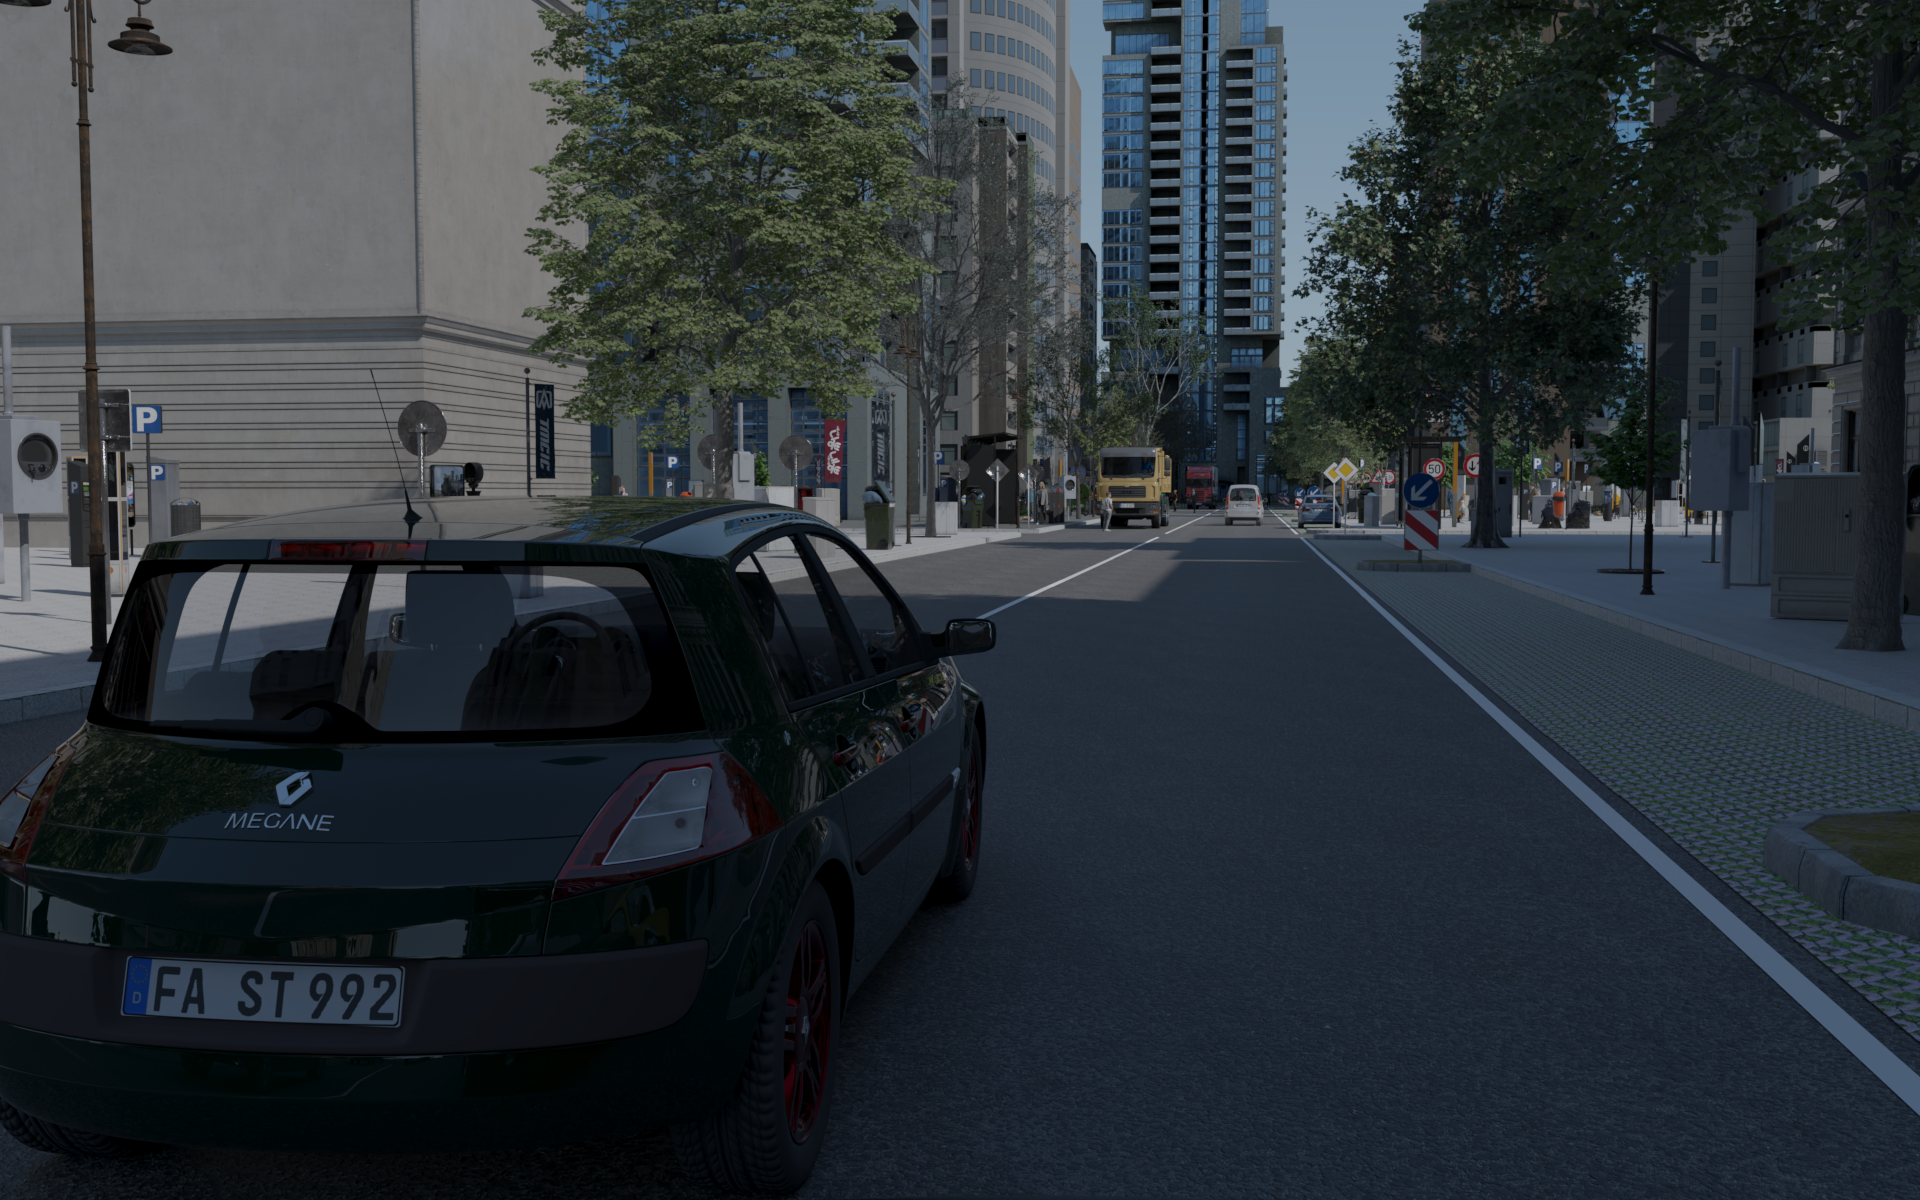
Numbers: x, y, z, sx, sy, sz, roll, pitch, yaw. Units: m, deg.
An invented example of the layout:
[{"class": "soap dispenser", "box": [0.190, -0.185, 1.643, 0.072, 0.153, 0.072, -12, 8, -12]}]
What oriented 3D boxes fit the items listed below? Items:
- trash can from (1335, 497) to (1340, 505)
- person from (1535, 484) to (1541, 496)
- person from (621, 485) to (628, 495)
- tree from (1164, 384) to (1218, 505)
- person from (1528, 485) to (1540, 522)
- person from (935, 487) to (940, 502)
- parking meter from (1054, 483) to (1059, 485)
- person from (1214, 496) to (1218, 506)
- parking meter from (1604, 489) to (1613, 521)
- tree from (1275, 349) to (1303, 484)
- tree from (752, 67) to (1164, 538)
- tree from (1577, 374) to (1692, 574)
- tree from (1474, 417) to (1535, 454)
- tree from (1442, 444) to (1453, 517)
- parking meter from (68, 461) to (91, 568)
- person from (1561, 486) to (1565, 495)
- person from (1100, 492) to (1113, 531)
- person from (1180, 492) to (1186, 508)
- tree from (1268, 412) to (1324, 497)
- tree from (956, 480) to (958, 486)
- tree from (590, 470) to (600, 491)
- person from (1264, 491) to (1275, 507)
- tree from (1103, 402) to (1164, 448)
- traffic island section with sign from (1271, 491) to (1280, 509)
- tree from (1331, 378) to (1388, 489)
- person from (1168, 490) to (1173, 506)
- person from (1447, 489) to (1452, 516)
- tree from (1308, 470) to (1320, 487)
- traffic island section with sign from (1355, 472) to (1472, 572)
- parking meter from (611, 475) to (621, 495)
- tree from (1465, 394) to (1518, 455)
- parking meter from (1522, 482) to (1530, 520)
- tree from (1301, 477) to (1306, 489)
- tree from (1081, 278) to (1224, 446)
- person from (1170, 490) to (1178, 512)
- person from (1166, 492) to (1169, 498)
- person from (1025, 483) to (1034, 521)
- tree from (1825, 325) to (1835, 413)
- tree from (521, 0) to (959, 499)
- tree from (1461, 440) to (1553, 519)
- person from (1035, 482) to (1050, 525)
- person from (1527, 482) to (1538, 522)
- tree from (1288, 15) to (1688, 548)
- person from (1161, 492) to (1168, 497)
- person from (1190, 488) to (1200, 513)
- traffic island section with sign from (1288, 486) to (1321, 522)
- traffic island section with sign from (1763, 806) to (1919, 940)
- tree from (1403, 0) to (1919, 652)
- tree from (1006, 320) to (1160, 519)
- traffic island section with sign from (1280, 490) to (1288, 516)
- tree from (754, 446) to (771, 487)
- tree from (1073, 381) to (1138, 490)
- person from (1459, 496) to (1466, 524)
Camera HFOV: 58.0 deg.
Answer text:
[{"class": "trash can", "box": [22.227, -5.521, 101.916, 0.748, 1.137, 0.748, 0, 3, 0]}, {"class": "person", "box": [29.284, -5.013, 88.125, 0.853, 1.813, 0.709, -3, 4, -38]}, {"class": "person", "box": [-12.119, -3.236, 61.991, 0.593, 1.750, 0.643, 2, 4, 24]}, {"class": "tree", "box": [20.270, -16.454, 179.394, 12.009, 13.543, 11.850, 0, 3, 0]}, {"class": "person", "box": [26.539, -4.465, 80.042, 0.512, 1.701, 0.522, 1, 4, 17]}, {"class": "person", "box": [-1.029, -3.775, 67.939, 0.419, 1.800, 0.721, 3, 5, 40]}, {"class": "parking meter", "box": [5.236, -5.406, 94.092, 0.255, 1.863, 0.399, -3, 5, -42]}, {"class": "person", "box": [29.847, -11.796, 201.816, 0.568, 1.767, 0.683, 2, 4, 32]}, {"class": "parking meter", "box": [30.535, -4.476, 81.590, 0.372, 1.533, 0.369, 0, 3, 0]}, {"class": "tree", "box": [23.402, -11.477, 105.771, 7.486, 12.596, 7.792, 0, 3, 0]}, {"class": "tree", "box": [-0.828, -8.571, 50.504, 12.009, 13.543, 11.850, 0, 3, 0]}, {"class": "tree", "box": [10.914, -2.057, 28.233, 1.663, 3.219, 1.824, 0, 3, 0]}, {"class": "tree", "box": [36.956, -10.281, 118.460, 4.737, 8.622, 4.395, 0, 3, 0]}, {"class": "tree", "box": [26.690, -6.844, 95.619, 4.285, 4.588, 4.351, 0, 3, 0]}, {"class": "parking meter", "box": [-15.377, -1.507, 30.343, 0.399, 1.863, 0.255, 2, 4, 26]}, {"class": "person", "box": [35.577, -5.842, 102.148, 0.643, 1.750, 0.593, -1, 4, -12]}, {"class": "person", "box": [5.658, -3.412, 66.879, 0.503, 1.515, 0.523, 1, 4, 10]}, {"class": "person", "box": [23.535, -10.564, 182.685, 0.593, 1.643, 0.415, -1, 4, -20]}, {"class": "tree", "box": [40.426, -18.074, 202.164, 9.857, 13.997, 8.962, 0, 3, 0]}, {"class": "tree", "box": [0.077, -7.941, 124.432, 1.663, 3.219, 1.824, 0, 3, 0]}, {"class": "tree", "box": [-16.295, -4.880, 74.393, 1.663, 3.219, 1.824, 0, 3, 0]}, {"class": "person", "box": [32.967, -10.788, 185.028, 1.348, 1.807, 0.705, 1, 4, 19]}, {"class": "tree", "box": [13.828, -11.458, 137.707, 4.360, 8.622, 3.978, 0, 3, 0]}, {"class": "traffic island section with sign", "box": [30.584, -9.454, 163.202, 1.989, 1.847, 2.006, 1, 4, 10]}, {"class": "tree", "box": [19.030, -7.833, 78.435, 4.737, 8.622, 4.395, 0, 3, 0]}, {"class": "person", "box": [22.941, -11.190, 189.012, 0.705, 1.823, 1.348, -1, 4, -21]}, {"class": "person", "box": [28.631, -5.790, 100.894, 0.721, 1.800, 0.419, -3, 5, -42]}, {"class": "tree", "box": [32.281, -12.703, 158.050, 4.360, 8.622, 3.978, 0, 3, 0]}, {"class": "traffic island section with sign", "box": [8.495, -1.466, 32.599, 1.989, 1.847, 2.006, 1, 4, 10]}, {"class": "parking meter", "box": [-10.759, -2.966, 54.203, 0.255, 1.863, 0.399, 0, 4, 1]}, {"class": "tree", "box": [34.590, -9.855, 111.495, 4.360, 8.622, 3.978, 0, 3, 0]}, {"class": "parking meter", "box": [27.890, -4.875, 85.419, 0.399, 1.863, 0.255, 1, 4, 13]}, {"class": "tree", "box": [36.748, -14.323, 184.547, 4.737, 8.622, 4.395, 0, 3, 0]}, {"class": "tree", "box": [16.497, -17.983, 149.917, 12.611, 20.169, 13.585, 0, 3, 0]}, {"class": "person", "box": [17.305, -8.016, 140.078, 0.721, 1.766, 1.217, -1, 4, -16]}, {"class": "person", "box": [24.884, -12.213, 206.248, 1.217, 1.766, 0.721, 2, 4, 26]}, {"class": "person", "box": [3.384, -4.622, 81.963, 0.601, 1.785, 0.444, 3, 5, 43]}, {"class": "tree", "box": [36.410, -7.246, 68.840, 4.737, 8.622, 4.395, 0, 3, 0]}, {"class": "tree", "box": [-3.750, -6.865, 30.377, 7.486, 12.596, 7.792, 0, 3, 0]}, {"class": "tree", "box": [29.134, -6.537, 90.601, 4.285, 4.588, 4.351, 0, 3, 0]}, {"class": "person", "box": [3.501, -4.082, 72.971, 0.709, 1.800, 0.728, 2, 4, 25]}, {"class": "person", "box": [26.082, -4.460, 78.877, 0.836, 1.842, 0.656, -3, 5, -43]}, {"class": "tree", "box": [12.486, -7.590, 41.112, 9.611, 12.733, 9.660, 0, 3, 0]}, {"class": "person", "box": [20.282, -10.209, 172.948, 0.705, 1.826, 1.348, -2, 4, -34]}, {"class": "person", "box": [17.642, -7.476, 130.505, 0.659, 1.850, 0.755, 2, 4, 26]}, {"class": "traffic island section with sign", "box": [17.877, -4.860, 88.082, 1.989, 1.847, 2.006, 1, 4, 10]}, {"class": "traffic island section with sign", "box": [3.998, 0.159, 6.020, 1.989, 1.847, 2.006, 1, 4, 10]}, {"class": "tree", "box": [7.636, -5.886, 14.365, 7.486, 12.596, 7.792, 0, 3, 0]}, {"class": "tree", "box": [6.188, -9.444, 88.822, 8.767, 10.594, 7.601, 1, 4, 14]}, {"class": "traffic island section with sign", "box": [22.370, -6.485, 114.661, 1.989, 1.847, 2.006, 1, 4, 10]}, {"class": "tree", "box": [-8.114, -4.640, 70.472, 1.663, 3.219, 1.824, 0, 3, 0]}, {"class": "tree", "box": [9.543, -9.914, 112.461, 4.737, 8.622, 4.395, 0, 3, 0]}, {"class": "person", "box": [21.816, -3.938, 75.442, 0.382, 1.210, 0.505, -1, 4, -10]}]
